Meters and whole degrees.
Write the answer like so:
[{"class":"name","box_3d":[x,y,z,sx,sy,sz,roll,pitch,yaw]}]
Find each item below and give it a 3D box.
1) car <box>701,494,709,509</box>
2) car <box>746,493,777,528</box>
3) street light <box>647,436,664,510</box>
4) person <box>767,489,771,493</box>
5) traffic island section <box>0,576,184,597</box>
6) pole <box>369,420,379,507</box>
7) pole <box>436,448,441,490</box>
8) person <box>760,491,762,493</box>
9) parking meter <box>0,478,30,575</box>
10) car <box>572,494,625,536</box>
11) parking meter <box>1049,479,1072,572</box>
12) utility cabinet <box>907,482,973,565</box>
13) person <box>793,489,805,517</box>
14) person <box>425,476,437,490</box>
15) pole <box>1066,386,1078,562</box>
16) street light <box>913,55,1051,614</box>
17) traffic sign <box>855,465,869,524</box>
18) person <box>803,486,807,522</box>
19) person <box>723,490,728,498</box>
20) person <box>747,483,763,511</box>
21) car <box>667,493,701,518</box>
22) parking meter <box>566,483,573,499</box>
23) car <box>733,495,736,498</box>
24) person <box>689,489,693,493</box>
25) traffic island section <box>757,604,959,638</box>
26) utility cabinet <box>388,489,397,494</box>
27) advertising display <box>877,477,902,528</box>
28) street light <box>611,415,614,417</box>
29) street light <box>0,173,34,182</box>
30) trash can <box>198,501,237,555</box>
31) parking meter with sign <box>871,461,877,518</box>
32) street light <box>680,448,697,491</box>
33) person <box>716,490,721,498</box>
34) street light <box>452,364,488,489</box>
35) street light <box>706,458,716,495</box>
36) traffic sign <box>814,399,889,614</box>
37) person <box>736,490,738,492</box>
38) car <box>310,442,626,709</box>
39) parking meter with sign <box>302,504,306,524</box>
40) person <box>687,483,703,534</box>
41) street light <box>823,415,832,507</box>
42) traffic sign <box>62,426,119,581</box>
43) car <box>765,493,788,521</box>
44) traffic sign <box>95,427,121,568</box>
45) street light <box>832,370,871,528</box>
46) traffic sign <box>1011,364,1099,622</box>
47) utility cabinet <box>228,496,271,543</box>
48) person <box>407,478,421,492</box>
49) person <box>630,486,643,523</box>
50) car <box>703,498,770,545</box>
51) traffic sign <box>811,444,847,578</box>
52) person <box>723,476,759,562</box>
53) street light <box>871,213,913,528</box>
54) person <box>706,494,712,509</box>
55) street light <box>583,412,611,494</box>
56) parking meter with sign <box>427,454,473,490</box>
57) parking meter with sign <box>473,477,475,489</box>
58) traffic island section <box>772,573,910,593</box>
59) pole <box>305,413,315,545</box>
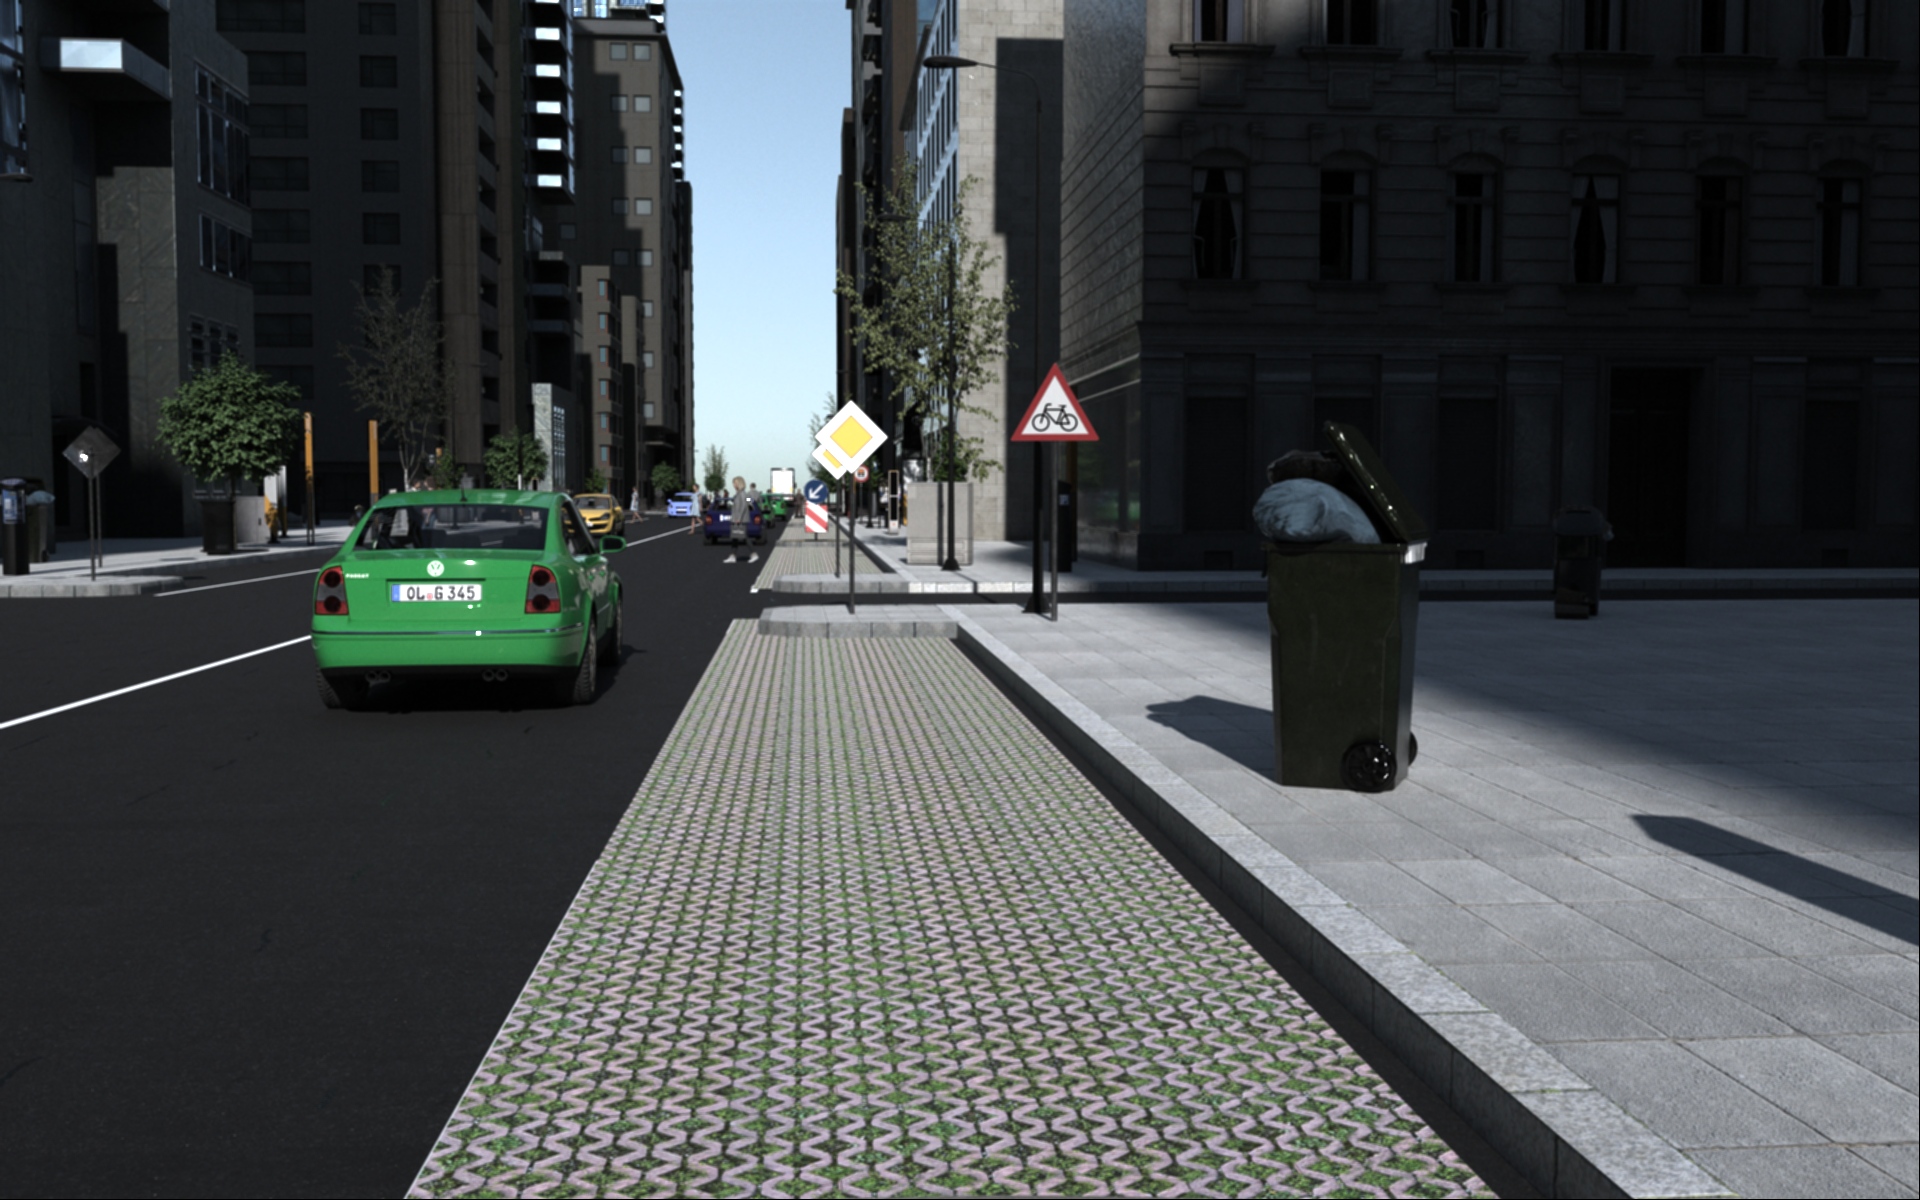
[{"class":"car","box_3d":[-25.472,-9.763,169.408,2.009,1.686,4.222,0,4,-5]},{"class":"car","box_3d":[-8.771,-3.952,73.415,1.959,1.807,4.718,0,4,-4]},{"class":"street light","box_3d":[-24.332,-10.145,138.417,1.470,5.913,1.316,0,4,-5]},{"class":"person","box_3d":[-11.964,-6.133,109.570,0.721,1.735,1.217,0,4,8]},{"class":"traffic island section","box_3d":[-12.795,-0.199,25.531,2.009,0.180,2.903,0,4,-5]},{"class":"pole","box_3d":[-16.247,-3.315,48.037,0.158,3.312,0.155,0,3,0]},{"class":"pole","box_3d":[-23.147,-5.086,77.001,0.158,3.312,0.155,0,3,0]},{"class":"person","box_3d":[-22.583,-11.468,196.710,1.217,1.736,0.721,0,4,1]},{"class":"parking meter","box_3d":[-14.978,-1.164,27.443,0.372,1.533,0.369,0,3,0]},{"class":"car","box_3d":[-12.183,-2.889,57.462,2.015,1.641,3.980,0,4,-4]},{"class":"parking meter","box_3d":[1.652,-1.226,28.457,0.372,1.533,0.369,0,3,0]},{"class":"utility cabinet","box_3d":[-0.367,-1.384,31.308,1.173,1.500,0.318,1,4,19]},{"class":"person","box_3d":[-10.183,-6.162,109.802,0.990,1.755,0.434,3,4,36]},{"class":"person","box_3d":[-11.491,-1.771,37.465,0.388,1.821,0.555,-2,4,-30]},{"class":"pole","box_3d":[2.119,-2.384,32.820,0.158,3.312,0.155,0,3,0]},{"class":"street light","box_3d":[0.305,-2.814,18.550,1.470,5.913,1.316,0,4,-5]},{"class":"traffic sign","box_3d":[-4.249,-4.547,74.448,0.768,2.556,0.104,0,4,-2]},{"class":"person","box_3d":[-7.856,-4.941,89.094,0.447,1.846,0.655,-3,4,-36]},{"class":"person","box_3d":[-20.796,-8.864,153.372,0.705,1.831,1.348,1,4,13]},{"class":"person","box_3d":[-7.202,-3.147,60.074,0.709,1.813,0.853,-3,5,-41]},{"class":"car","box_3d":[-16.455,-5.742,103.474,1.945,1.707,3.694,0,4,-3]},{"class":"parking meter","box_3d":[-20.524,-5.222,91.090,0.255,1.863,0.399,1,4,15]},{"class":"car","box_3d":[-25.659,-11.537,201.210,1.945,1.354,3.894,0,4,-6]},{"class":"person","box_3d":[-16.941,-6.159,109.913,0.721,1.735,1.217,0,4,-4]},{"class":"traffic island section","box_3d":[-1.135,0.228,18.548,2.009,0.180,2.903,0,4,-5]},{"class":"utility cabinet","box_3d":[-25.063,-4.144,76.435,0.318,1.500,1.173,-1,4,-22]},{"class":"advertising display","box_3d":[-2.638,-3.645,64.817,0.974,1.923,0.123,-2,4,-31]},{"class":"street light","box_3d":[-20.958,-7.883,101.421,1.470,5.913,1.316,0,4,-5]},{"class":"street light","box_3d":[-14.106,-3.219,25.170,1.470,5.913,1.316,0,4,-5]},{"class":"trash can","box_3d":[-15.603,-1.516,36.436,0.748,1.137,0.748,0,3,0]},{"class":"parking meter with sign","box_3d":[-4.642,-5.876,92.335,0.543,3.016,1.738,0,3,0]},{"class":"street light","box_3d":[-27.595,-12.361,174.648,1.470,5.913,1.316,0,4,-5]},{"class":"person","box_3d":[-17.856,-7.243,127.837,0.530,1.710,0.541,-1,4,-19]},{"class":"street light","box_3d":[-17.506,-5.457,61.760,1.470,5.913,1.316,0,4,-5]},{"class":"street light","box_3d":[-31.792,-15.197,221.012,1.470,5.913,1.316,0,4,-5]},{"class":"traffic sign","box_3d":[-1.158,-0.907,18.469,0.795,2.450,0.064,0,4,-5]},{"class":"person","box_3d":[-12.111,-5.226,94.345,0.834,1.777,0.661,0,4,8]},{"class":"car","box_3d":[-3.544,-0.258,13.018,1.959,1.807,4.718,0,4,-7]},{"class":"parking meter with sign","box_3d":[-29.084,-4.822,75.107,1.738,3.016,0.543,2,4,31]},{"class":"person","box_3d":[-9.452,-3.280,62.220,0.778,1.811,0.616,-2,4,-29]},{"class":"street light","box_3d":[-7.385,-8.052,104.198,1.470,5.913,1.316,0,4,-5]},{"class":"traffic sign","box_3d":[-12.772,-1.335,25.471,0.795,2.450,0.064,0,4,-5]},{"class":"car","box_3d":[-10.221,-5.169,93.306,1.959,1.807,4.718,0,4,-6]},{"class":"traffic sign","box_3d":[-14.953,-1.766,30.064,0.795,2.450,0.064,0,4,-1]},{"class":"street light","box_3d":[-3.940,-5.663,65.125,1.470,5.913,1.316,0,4,-5]},{"class":"traffic sign","box_3d":[0.948,-1.063,17.382,0.884,2.594,0.081,0,4,0]},{"class":"utility cabinet","box_3d":[-18.656,-2.101,45.519,0.306,1.237,1.020,3,4,37]},{"class":"person","box_3d":[-14.339,-2.260,45.301,0.795,1.843,0.661,1,4,15]},{"class":"person","box_3d":[-15.718,-4.622,84.158,0.778,1.811,0.616,1,4,23]},{"class":"car","box_3d":[-6.436,-2.275,49.779,1.945,1.354,3.894,0,4,-5]},{"class":"traffic sign","box_3d":[-1.869,-1.393,26.423,0.795,2.450,0.064,0,4,-5]},{"class":"person","box_3d":[-4.574,-1.686,36.257,0.728,1.800,0.709,-1,4,-18]},{"class":"street light","box_3d":[-0.689,-3.447,28.892,1.470,5.913,1.316,0,4,-5]},{"class":"person","box_3d":[-20.804,-8.077,143.740,0.799,1.438,0.628,2,4,32]},{"class":"street light","box_3d":[-20.743,-7.673,97.994,1.470,5.913,1.316,0,4,-5]},{"class":"parking meter with sign","box_3d":[-22.377,-4.867,75.835,1.738,3.016,0.543,1,4,12]},{"class":"parking meter with sign","box_3d":[-22.513,-5.058,78.951,1.738,3.016,0.543,0,4,-2]},{"class":"traffic island section","box_3d":[-1.846,-0.258,26.502,2.009,0.180,2.903,0,4,-5]},{"class":"pole","box_3d":[-16.302,-3.032,43.414,0.158,3.312,0.155,0,3,0]}]
